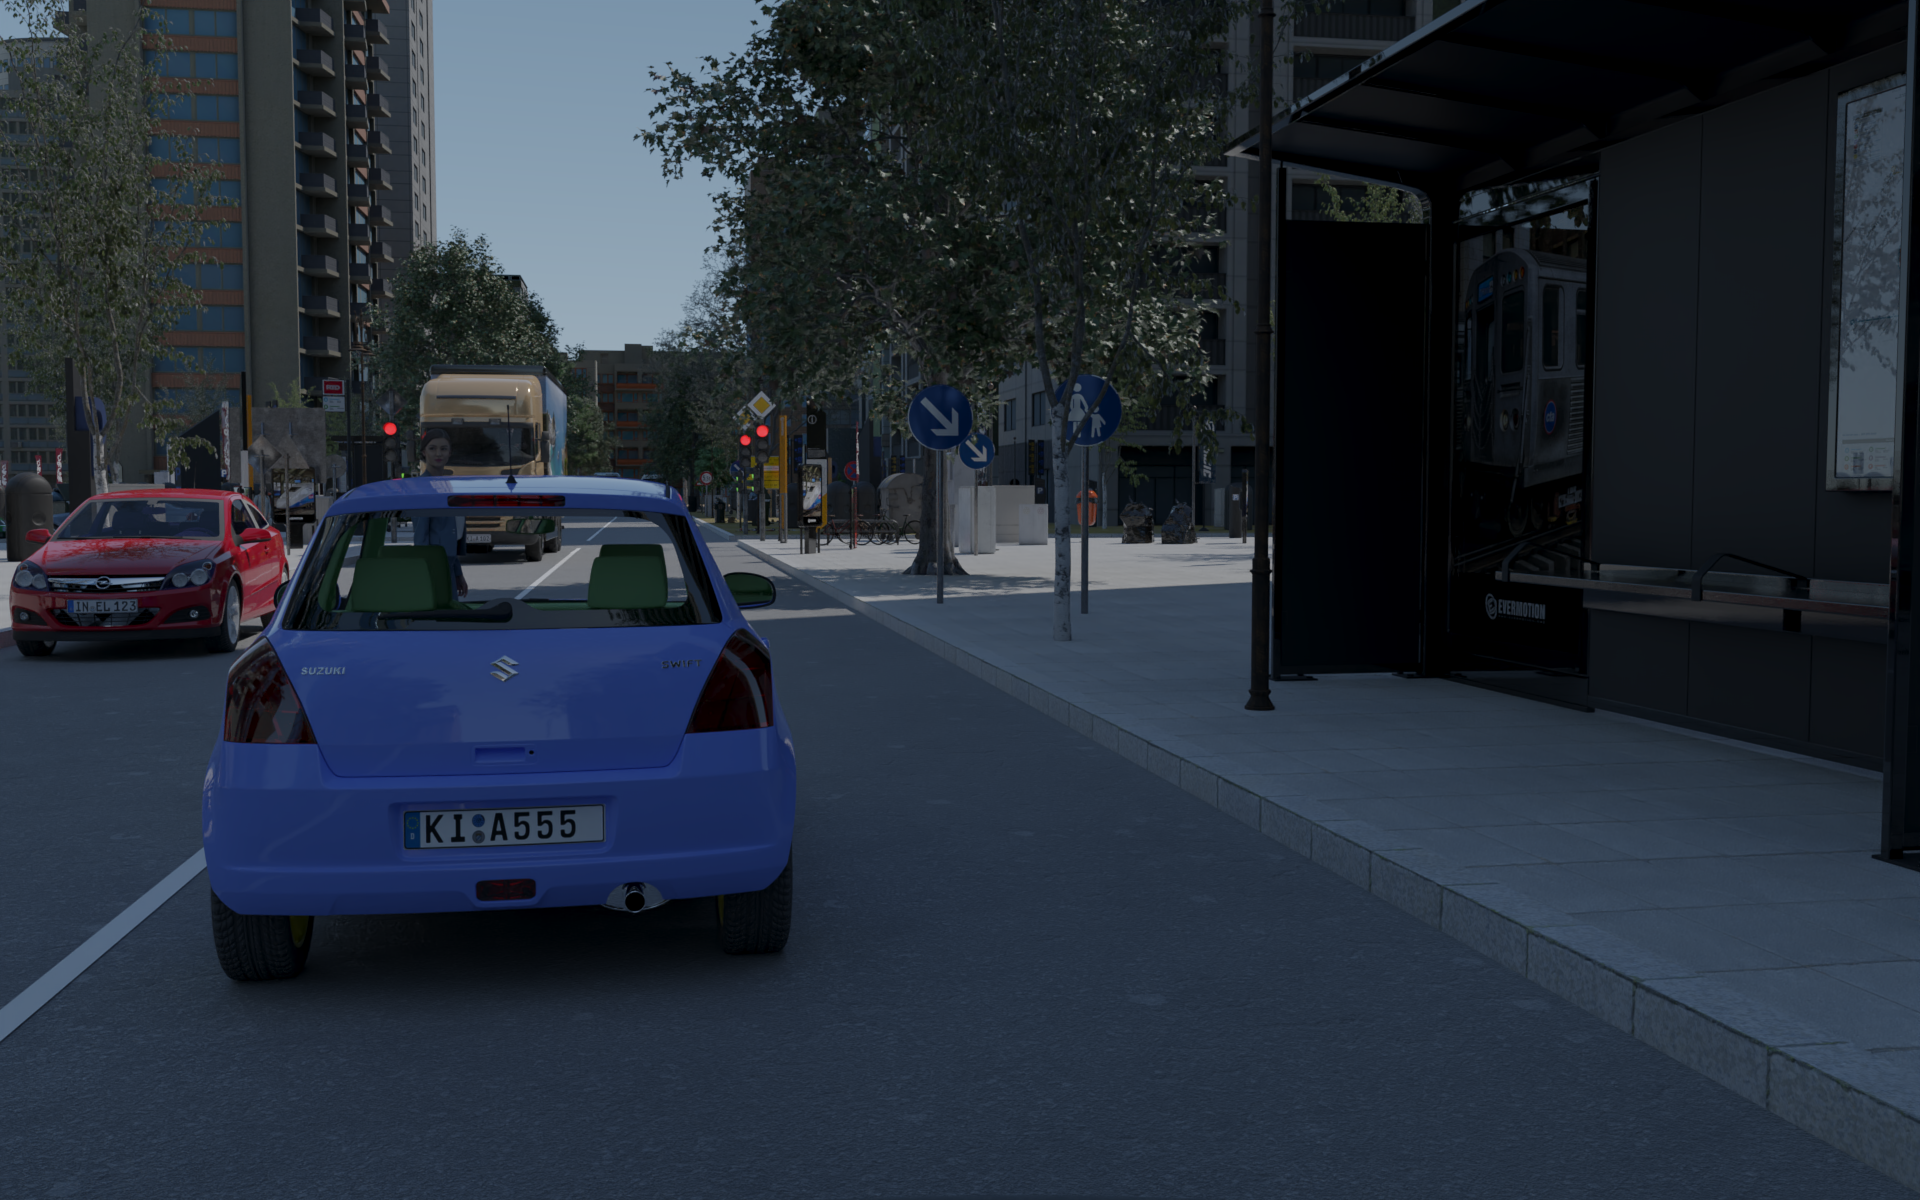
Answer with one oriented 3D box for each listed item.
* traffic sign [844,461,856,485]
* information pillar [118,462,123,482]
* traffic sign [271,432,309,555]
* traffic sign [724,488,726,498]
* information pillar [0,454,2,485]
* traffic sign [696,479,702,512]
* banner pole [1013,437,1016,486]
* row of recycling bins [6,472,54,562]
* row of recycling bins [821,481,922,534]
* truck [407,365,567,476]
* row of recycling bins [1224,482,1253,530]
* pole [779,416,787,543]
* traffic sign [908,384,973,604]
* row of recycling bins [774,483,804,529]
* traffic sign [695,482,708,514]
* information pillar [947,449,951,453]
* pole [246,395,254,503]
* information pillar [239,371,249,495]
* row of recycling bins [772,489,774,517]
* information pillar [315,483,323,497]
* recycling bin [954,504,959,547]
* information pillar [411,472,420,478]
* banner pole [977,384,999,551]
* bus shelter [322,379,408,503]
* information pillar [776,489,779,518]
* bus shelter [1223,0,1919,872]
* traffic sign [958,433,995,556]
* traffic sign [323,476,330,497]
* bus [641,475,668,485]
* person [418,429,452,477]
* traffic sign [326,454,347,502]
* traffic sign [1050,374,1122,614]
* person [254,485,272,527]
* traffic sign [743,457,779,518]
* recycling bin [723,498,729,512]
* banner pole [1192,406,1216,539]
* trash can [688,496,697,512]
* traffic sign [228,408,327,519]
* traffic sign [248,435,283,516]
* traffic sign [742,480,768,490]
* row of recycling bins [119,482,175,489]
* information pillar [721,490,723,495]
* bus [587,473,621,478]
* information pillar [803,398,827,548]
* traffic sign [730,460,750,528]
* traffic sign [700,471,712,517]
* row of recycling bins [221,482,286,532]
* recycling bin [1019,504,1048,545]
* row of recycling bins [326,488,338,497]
[{"bbox_3d":[-4.066,-4.066,66.583,0.768,2.556,0.104,-1,4,-9],"label":"traffic sign"},{"bbox_3d":[-59.082,-7.987,121.948,0.504,3.616,0.183,2,4,32],"label":"information pillar"},{"bbox_3d":[-14.026,-2.209,36.115,0.884,2.594,0.081,0,4,-8],"label":"traffic sign"},{"bbox_3d":[-17.650,-7.951,130.110,0.768,2.556,0.104,-1,4,-9],"label":"traffic sign"},{"bbox_3d":[-56.903,-6.806,102.625,0.504,3.616,0.183,2,4,27],"label":"information pillar"},{"bbox_3d":[-18.439,-7.552,123.587,0.768,2.556,0.104,0,4,-8],"label":"traffic sign"},{"bbox_3d":[2.391,-5.254,75.912,0.401,3.779,0.863,0,4,1],"label":"banner pole"},{"bbox_3d":[-19.019,-1.558,32.578,3.534,1.692,1.069,-1,4,-20],"label":"row of recycling bins"},{"bbox_3d":[-2.720,-3.019,56.476,3.534,1.692,1.069,-2,4,-28],"label":"row of recycling bins"},{"bbox_3d":[-10.618,-3.123,39.968,2.839,4.237,11.283,-1,4,-10],"label":"truck"},{"bbox_3d":[10.053,-3.395,62.622,1.069,1.692,3.534,1,4,8],"label":"row of recycling bins"},{"bbox_3d":[-4.596,-3.132,45.052,0.158,3.312,0.155,0,3,0],"label":"pole"},{"bbox_3d":[-0.232,-1.231,20.226,0.768,2.556,0.104,0,4,-7],"label":"traffic sign"},{"bbox_3d":[-4.959,-3.494,64.235,3.534,1.692,1.069,1,4,20],"label":"row of recycling bins"},{"bbox_3d":[-16.337,-6.716,109.811,0.884,2.594,0.081,0,4,-2],"label":"traffic sign"},{"bbox_3d":[-0.469,-4.829,70.305,0.183,3.616,0.504,-3,4,-38],"label":"information pillar"},{"bbox_3d":[-14.701,-2.566,35.799,0.158,3.312,0.155,0,3,0],"label":"pole"},{"bbox_3d":[-13.736,-2.563,33.257,0.183,3.616,0.504,-2,4,-28],"label":"information pillar"},{"bbox_3d":[-9.797,-5.503,97.083,1.069,1.692,3.534,-2,4,-30],"label":"row of recycling bins"},{"bbox_3d":[-25.029,-3.859,67.594,0.304,2.012,0.304,1,4,18],"label":"information pillar"},{"bbox_3d":[0.136,-1.820,42.310,0.722,1.027,0.722,2,4,25],"label":"recycling bin"},{"bbox_3d":[-18.066,-3.260,57.801,0.304,2.012,0.304,2,4,35],"label":"information pillar"},{"bbox_3d":[0.583,-3.026,39.498,0.401,3.779,0.863,-2,4,-29],"label":"banner pole"},{"bbox_3d":[-21.660,-5.242,63.345,2.179,5.291,8.768,-1,4,-10],"label":"bus shelter"},{"bbox_3d":[-9.683,-5.418,93.069,0.304,2.012,0.304,3,5,41],"label":"information pillar"},{"bbox_3d":[3.175,-1.081,8.955,1.731,3.624,6.357,-1,4,-10],"label":"bus shelter"},{"bbox_3d":[0.336,-2.197,36.026,0.768,2.556,0.104,-1,4,-8],"label":"traffic sign"},{"bbox_3d":[-21.433,-3.567,58.420,0.768,2.556,0.104,0,4,-3],"label":"traffic sign"},{"bbox_3d":[-30.204,-10.751,170.633,2.948,3.499,13.247,-1,4,-11],"label":"bus"},{"bbox_3d":[-3.197,-0.117,10.441,0.654,1.822,0.581,1,4,20],"label":"person"},{"bbox_3d":[-20.037,-3.388,55.494,0.768,2.556,0.104,0,4,-5],"label":"traffic sign"},{"bbox_3d":[1.336,-1.125,18.493,0.768,2.556,0.104,0,4,-1],"label":"traffic sign"},{"bbox_3d":[-19.260,-2.347,47.869,0.522,1.701,0.512,3,5,44],"label":"person"},{"bbox_3d":[-10.399,-6.014,92.208,2.265,3.308,0.079,0,4,-6],"label":"traffic sign"},{"bbox_3d":[-17.410,-7.014,127.236,0.722,1.027,0.722,0,4,4],"label":"recycling bin"},{"bbox_3d":[6.880,-3.625,49.281,0.863,3.779,0.401,0,4,3],"label":"banner pole"},{"bbox_3d":[-18.952,-6.796,122.766,0.748,1.137,0.748,0,3,0],"label":"trash can"},{"bbox_3d":[-16.104,-2.873,40.848,2.265,3.308,0.079,0,4,-4],"label":"traffic sign"},{"bbox_3d":[-13.686,-2.006,33.981,0.795,2.450,0.064,0,4,-4],"label":"traffic sign"},{"bbox_3d":[-13.629,-7.341,113.906,2.265,3.308,0.079,0,4,-6],"label":"traffic sign"},{"bbox_3d":[-28.929,-3.278,60.712,3.534,1.692,1.069,1,4,14],"label":"row of recycling bins"},{"bbox_3d":[-17.662,-8.365,128.123,0.183,3.616,0.504,1,4,20],"label":"information pillar"},{"bbox_3d":[-29.958,-9.242,145.959,2.948,3.499,13.247,-1,4,-9],"label":"bus"},{"bbox_3d":[-3.443,-3.062,41.421,0.504,3.616,0.183,0,4,-2],"label":"information pillar"},{"bbox_3d":[-8.262,-3.976,65.121,0.768,2.556,0.104,0,4,-8],"label":"traffic sign"},{"bbox_3d":[-14.158,-5.917,96.842,0.768,2.556,0.104,0,4,-2],"label":"traffic sign"},{"bbox_3d":[-24.313,-3.167,58.890,3.534,1.692,1.069,0,4,5],"label":"row of recycling bins"},{"bbox_3d":[1.862,-1.914,43.853,0.722,1.027,0.722,0,4,3],"label":"recycling bin"},{"bbox_3d":[-41.304,-6.729,117.132,1.069,1.692,3.534,2,4,31],"label":"row of recycling bins"}]
